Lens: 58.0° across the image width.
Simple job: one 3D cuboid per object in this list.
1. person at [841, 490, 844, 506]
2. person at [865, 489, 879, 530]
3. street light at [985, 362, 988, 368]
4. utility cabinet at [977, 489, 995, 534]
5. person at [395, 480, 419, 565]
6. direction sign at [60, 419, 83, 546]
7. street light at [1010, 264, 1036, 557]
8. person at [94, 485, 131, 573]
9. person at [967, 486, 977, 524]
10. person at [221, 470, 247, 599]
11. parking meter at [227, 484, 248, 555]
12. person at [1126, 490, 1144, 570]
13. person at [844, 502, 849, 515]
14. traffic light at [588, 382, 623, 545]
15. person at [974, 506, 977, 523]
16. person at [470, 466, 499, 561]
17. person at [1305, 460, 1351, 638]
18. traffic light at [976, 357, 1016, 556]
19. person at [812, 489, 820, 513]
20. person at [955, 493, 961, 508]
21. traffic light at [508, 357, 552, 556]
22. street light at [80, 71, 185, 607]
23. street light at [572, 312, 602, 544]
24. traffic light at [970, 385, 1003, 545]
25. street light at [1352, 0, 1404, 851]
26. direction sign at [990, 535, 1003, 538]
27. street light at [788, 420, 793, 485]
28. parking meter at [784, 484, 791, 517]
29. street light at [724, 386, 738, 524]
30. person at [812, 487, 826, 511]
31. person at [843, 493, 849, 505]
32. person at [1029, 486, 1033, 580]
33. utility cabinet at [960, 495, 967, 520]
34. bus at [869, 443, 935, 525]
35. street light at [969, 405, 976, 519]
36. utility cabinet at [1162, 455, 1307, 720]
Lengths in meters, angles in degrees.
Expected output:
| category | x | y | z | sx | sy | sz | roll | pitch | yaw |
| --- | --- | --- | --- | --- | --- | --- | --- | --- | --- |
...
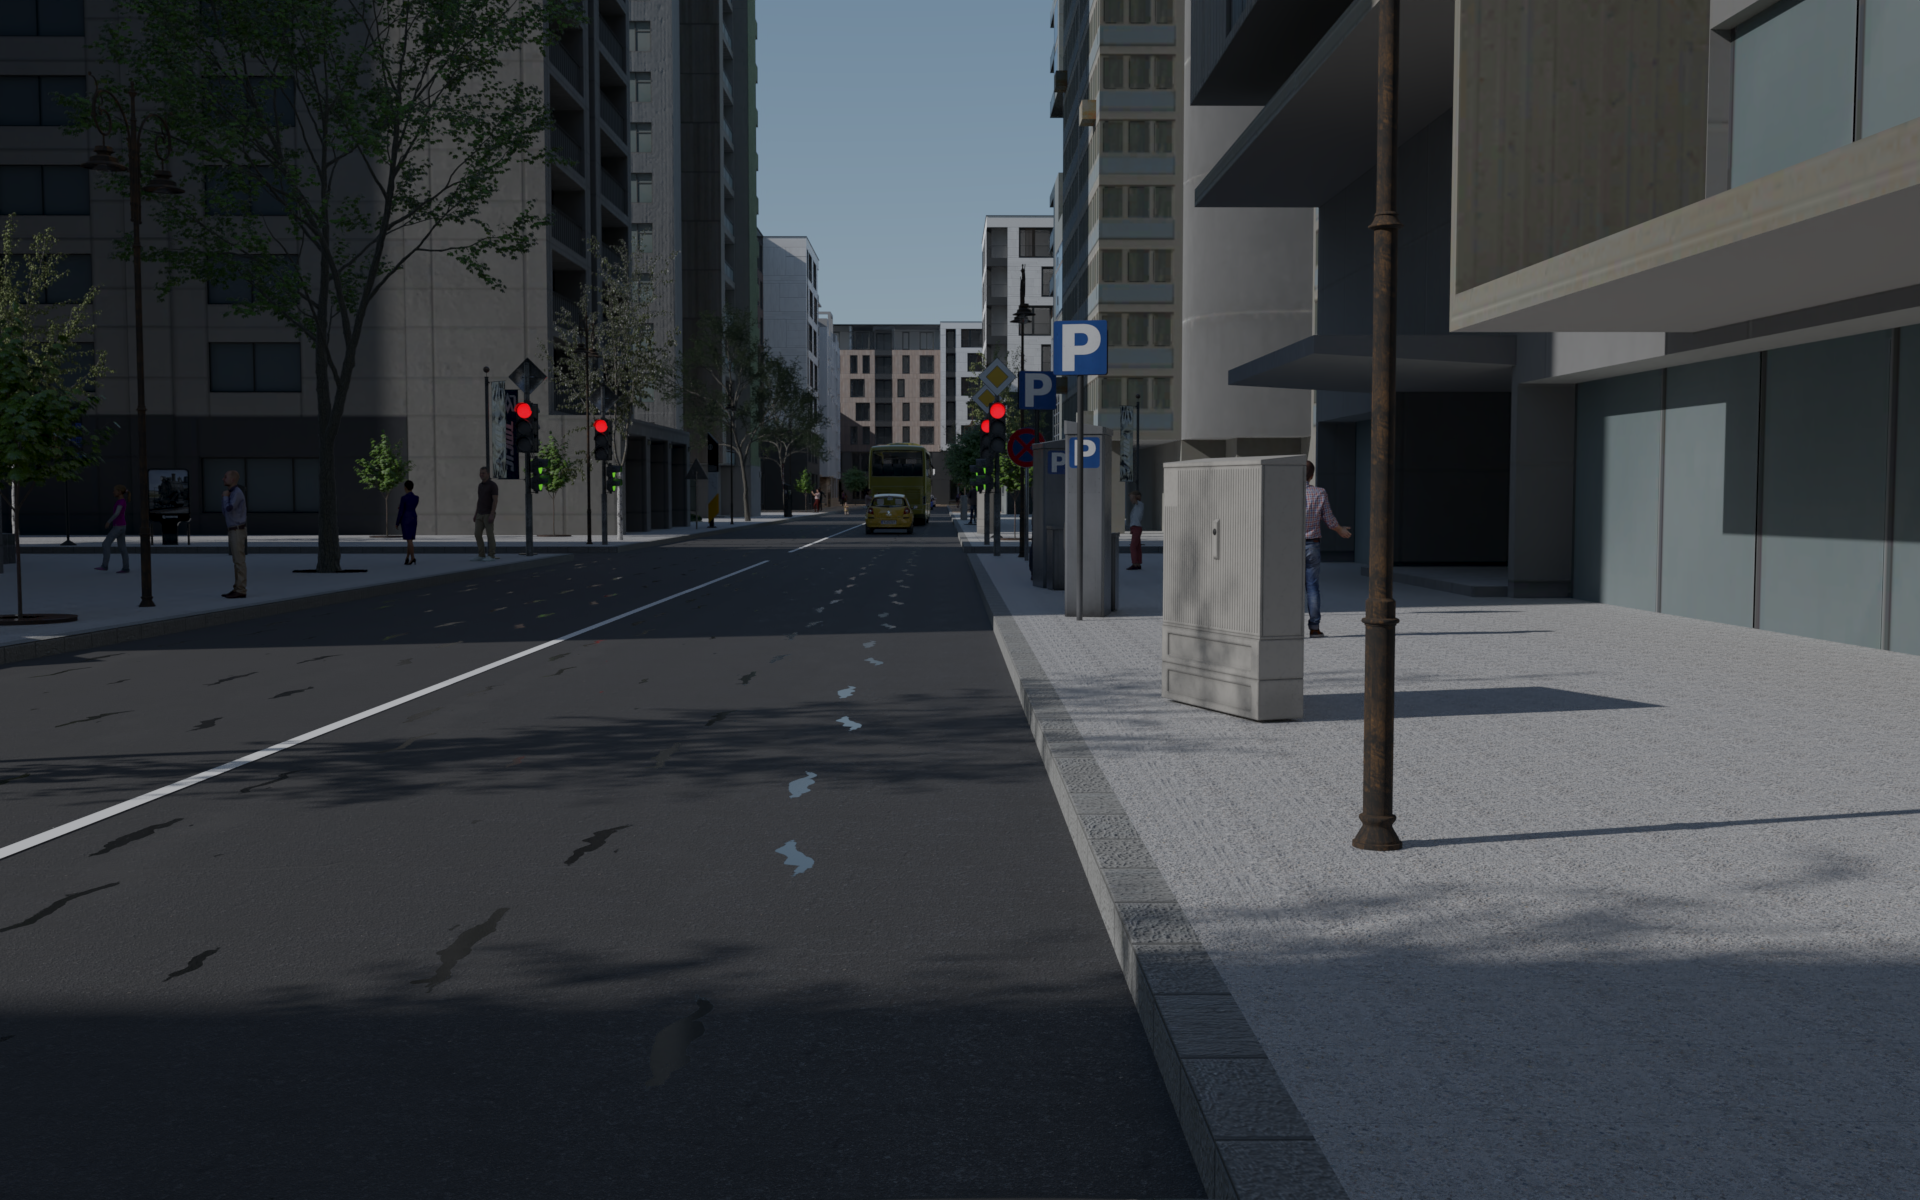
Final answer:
| category | x | y | z | sx | sy | sz | roll | pitch | yaw |
| --- | --- | --- | --- | --- | --- | --- | --- | --- | --- |
| person | -12.370 | -10.847 | 184.072 | 0.721 | 1.739 | 1.217 | 0 | 4 | 6 |
| person | -3.478 | -3.594 | 68.719 | 0.517 | 1.644 | 0.566 | -3 | 4 | -37 |
| street light | 0.940 | -5.375 | 60.661 | 0.468 | 5.910 | 1.993 | 0 | 4 | -1 |
| utility cabinet | 0.887 | -2.886 | 55.869 | 0.318 | 1.500 | 1.173 | 1 | 4 | 22 |
| person | -10.055 | -1.401 | 31.323 | 0.546 | 1.535 | 0.453 | 1 | 4 | 16 |
| direction sign | -22.222 | -3.123 | 43.056 | 0.379 | 3.537 | 0.876 | 3 | 4 | 37 |
| street light | 1.259 | -3.802 | 34.957 | 0.468 | 5.910 | 1.993 | 0 | 4 | -1 |
| person | -13.676 | -1.136 | 27.844 | 0.776 | 1.435 | 0.726 | -1 | 4 | -22 |
| person | 0.607 | -4.151 | 74.739 | 0.655 | 1.722 | 0.431 | 0 | 4 | -3 |
| person | -8.990 | -0.814 | 21.421 | 0.319 | 1.574 | 0.516 | -1 | 4 | -22 |
| parking meter | -15.152 | -1.706 | 36.309 | 0.372 | 1.533 | 0.369 | 0 | 3 | 0 |
| person | 2.958 | -1.189 | 29.398 | 0.340 | 1.345 | 0.435 | 0 | 4 | -5 |
| person | -7.752 | -6.240 | 118.447 | 0.347 | 0.859 | 0.695 | -1 | 4 | -9 |
| traffic light | -8.957 | -3.347 | 43.643 | 0.839 | 4.253 | 0.868 | 0 | 4 | -1 |
| person | 0.749 | -4.055 | 76.258 | 0.340 | 1.345 | 0.435 | 0 | 4 | 2 |
| person | -9.088 | -1.645 | 33.064 | 0.434 | 1.807 | 0.598 | -3 | 5 | -40 |
| person | 3.060 | -0.457 | 15.479 | 0.963 | 1.587 | 0.435 | 0 | 4 | -4 |
| traffic light | 0.747 | -2.866 | 35.775 | 0.839 | 4.253 | 0.868 | 0 | 4 | -1 |
| person | -9.847 | -6.781 | 118.368 | 0.566 | 1.644 | 0.517 | 1 | 4 | 14 |
| person | -0.143 | -9.373 | 162.532 | 0.421 | 1.427 | 0.697 | -2 | 4 | -32 |
| traffic light | -8.873 | -2.859 | 35.659 | 0.839 | 4.253 | 0.868 | 0 | 4 | -1 |
| street light | -9.261 | -2.860 | 19.553 | 0.468 | 5.910 | 1.993 | 0 | 4 | -1 |
| street light | -9.462 | -4.359 | 44.058 | 0.468 | 5.910 | 1.993 | 0 | 4 | -1 |
| traffic light | 0.664 | -3.354 | 43.760 | 0.839 | 4.253 | 0.868 | 0 | 4 | -1 |
| street light | 1.519 | -2.039 | 6.128 | 0.468 | 5.910 | 1.993 | 0 | 4 | -1 |
| direction sign | 1.075 | -3.589 | 50.679 | 0.379 | 3.537 | 0.876 | 0 | 4 | -4 |
| street light | -10.085 | -7.956 | 102.875 | 0.468 | 5.910 | 1.993 | 0 | 4 | -1 |
| parking meter | -9.570 | -5.528 | 96.096 | 0.399 | 1.863 | 0.255 | 3 | 4 | 38 |
| street light | -9.635 | -6.131 | 73.022 | 0.468 | 5.910 | 1.993 | 0 | 4 | -1 |
| person | -10.930 | -7.880 | 134.912 | 1.348 | 1.821 | 0.705 | 2 | 4 | 31 |
| person | -11.144 | -9.706 | 167.988 | 1.065 | 1.426 | 0.557 | 3 | 5 | 43 |
| person | 1.339 | -1.160 | 25.540 | 0.750 | 1.759 | 0.617 | 3 | 5 | 40 |
| utility cabinet | 0.184 | -4.548 | 85.524 | 0.306 | 1.237 | 1.020 | 0 | 4 | -4 |
| bus | -2.721 | -5.530 | 81.970 | 2.896 | 3.916 | 12.252 | 0 | 4 | 0 |
| street light | 0.650 | -7.138 | 89.490 | 0.468 | 5.910 | 1.993 | 0 | 4 | -1 |
| utility cabinet | 1.583 | -0.094 | 10.210 | 0.318 | 1.500 | 1.173 | -1 | 4 | -20 |
